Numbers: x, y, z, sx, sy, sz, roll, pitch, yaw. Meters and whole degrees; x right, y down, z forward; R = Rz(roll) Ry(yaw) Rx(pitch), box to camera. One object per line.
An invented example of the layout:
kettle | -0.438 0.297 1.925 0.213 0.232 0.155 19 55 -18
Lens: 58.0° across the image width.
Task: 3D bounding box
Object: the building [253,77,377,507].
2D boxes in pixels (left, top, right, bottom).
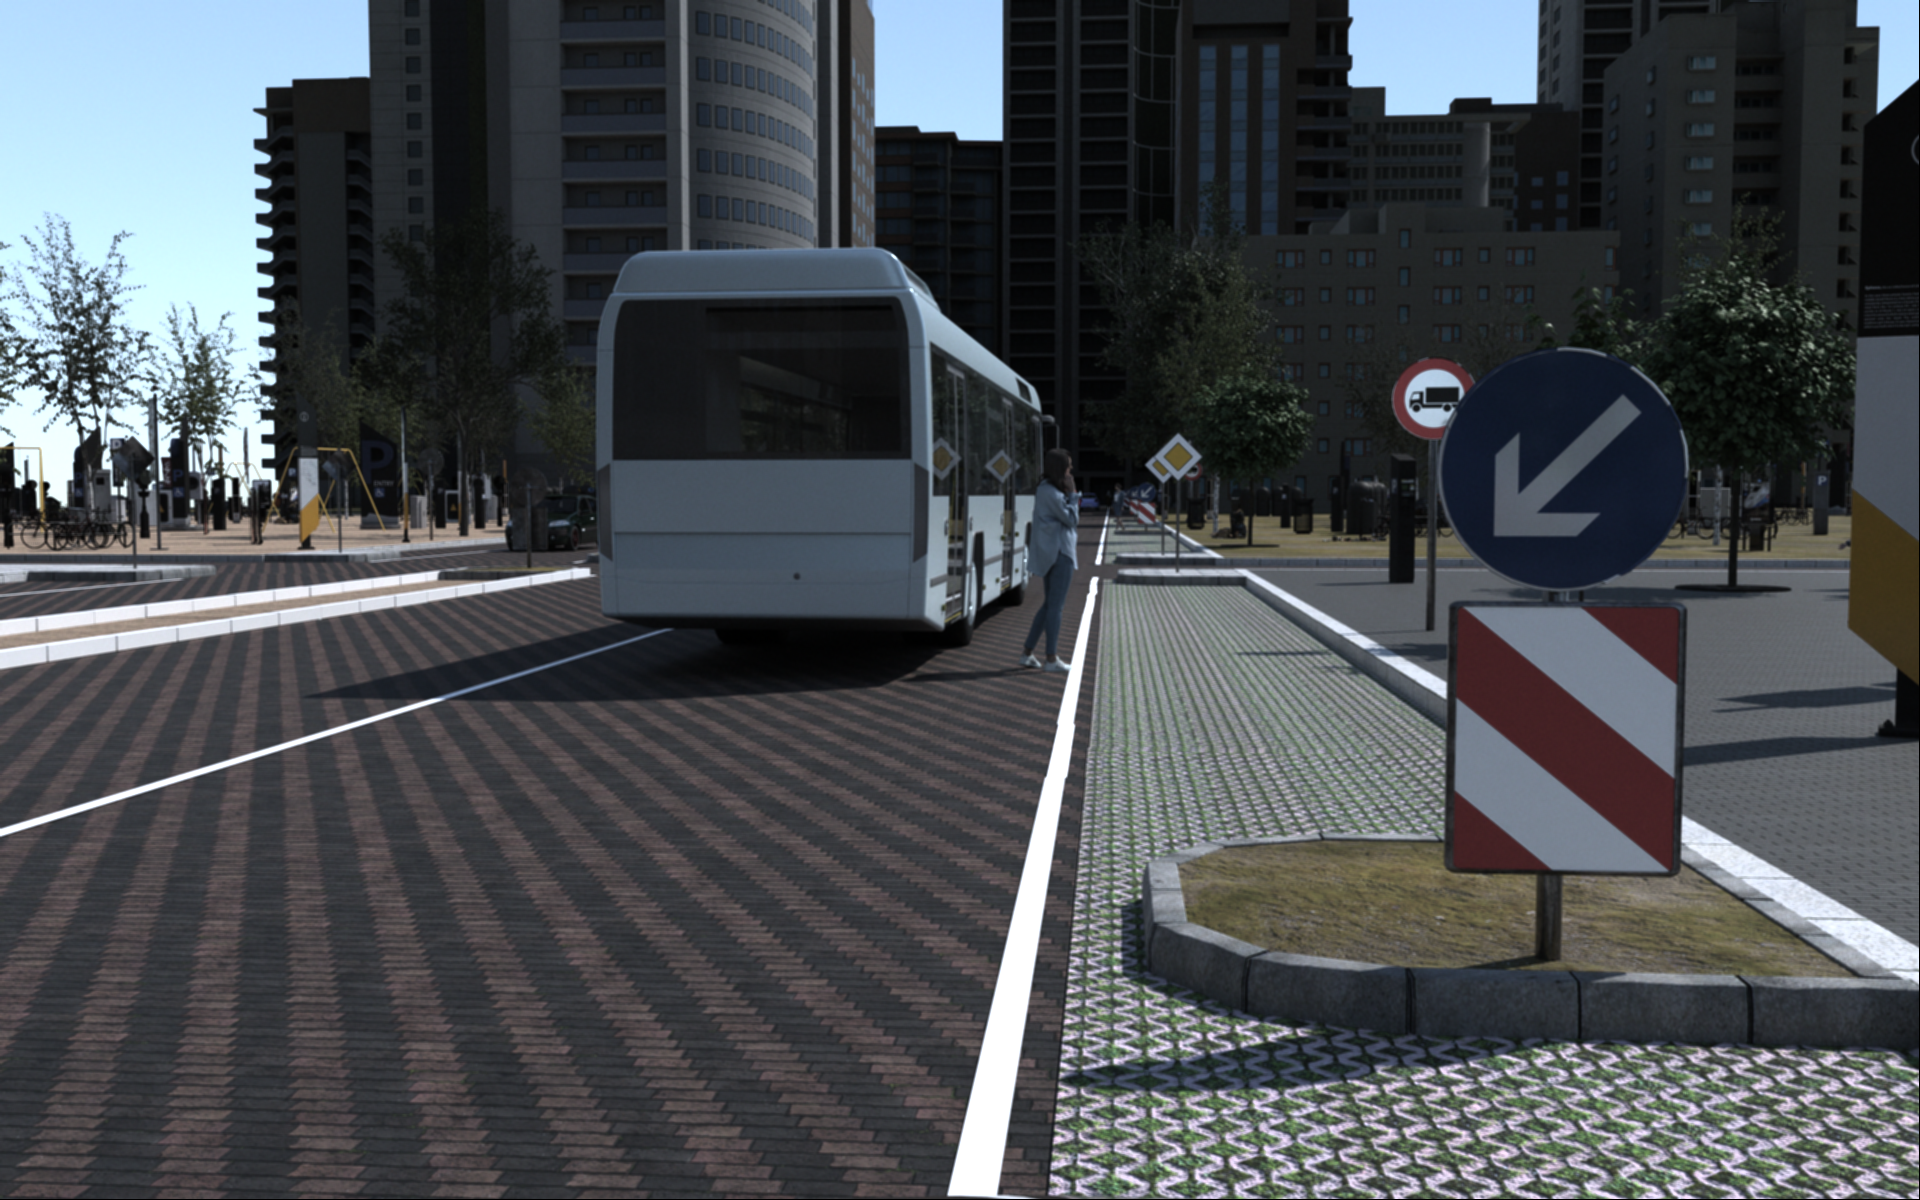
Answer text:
building | -64.446 -32.655 184.027 14.200 45.320 14.600 0 4 5

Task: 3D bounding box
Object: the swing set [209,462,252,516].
swing set | -35.953 -5.462 86.926 2.862 2.851 3.119 0 4 -4

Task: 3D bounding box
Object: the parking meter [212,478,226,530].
parking meter | -26.266 -3.405 61.375 0.399 1.863 0.255 0 4 5

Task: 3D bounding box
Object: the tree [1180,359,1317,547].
tree | 7.020 -3.579 42.233 4.285 4.588 4.351 0 3 0

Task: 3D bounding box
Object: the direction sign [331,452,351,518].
direction sign | -33.582 -6.212 93.569 0.876 3.537 0.379 1 4 21

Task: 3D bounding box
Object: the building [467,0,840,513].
building | -21.445 -35.783 127.048 21.231 58.520 28.212 0 4 5

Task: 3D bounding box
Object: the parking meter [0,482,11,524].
parking meter | -41.328 -4.236 74.969 0.399 1.863 0.255 0 4 -5

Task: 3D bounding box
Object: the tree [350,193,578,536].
tree | -14.939 -7.247 52.907 8.767 10.594 7.601 3 4 38

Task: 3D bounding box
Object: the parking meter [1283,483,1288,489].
parking meter | 17.226 -5.261 91.722 0.255 1.863 0.399 0 4 2

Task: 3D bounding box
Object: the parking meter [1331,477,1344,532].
parking meter | 12.759 -3.233 58.568 0.255 1.863 0.399 -3 5 -39

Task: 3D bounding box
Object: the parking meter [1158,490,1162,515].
parking meter | 12.074 -5.855 104.147 0.372 1.533 0.369 0 3 0

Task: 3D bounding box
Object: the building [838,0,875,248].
building | -15.060 -30.461 148.141 14.600 45.320 14.200 0 4 5

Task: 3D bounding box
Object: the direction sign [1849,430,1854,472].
direction sign | 31.693 -4.208 60.801 0.876 3.537 0.379 1 4 23

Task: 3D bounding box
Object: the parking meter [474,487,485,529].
parking meter | -17.737 -3.397 63.954 0.372 1.533 0.369 0 3 0

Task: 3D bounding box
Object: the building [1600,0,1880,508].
building | 76.042 -33.332 168.674 21.600 48.544 21.300 0 4 5

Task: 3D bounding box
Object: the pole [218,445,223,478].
pole | -30.966 -4.817 72.594 0.158 3.312 0.155 0 3 0

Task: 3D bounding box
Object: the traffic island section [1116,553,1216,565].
traffic island section | 4.270 -0.856 36.269 2.009 0.180 2.903 0 4 5

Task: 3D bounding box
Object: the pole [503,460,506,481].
pole | -27.168 -6.699 103.371 0.158 3.312 0.155 0 3 0

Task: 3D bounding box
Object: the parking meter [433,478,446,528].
parking meter | -19.430 -3.606 64.666 0.399 1.863 0.255 -2 4 -28

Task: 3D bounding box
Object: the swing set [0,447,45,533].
swing set | -32.127 -3.652 57.333 3.119 2.851 2.862 -2 4 -26

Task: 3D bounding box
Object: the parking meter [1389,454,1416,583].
parking meter | 6.393 -1.181 25.016 0.255 1.863 0.399 0 4 -8

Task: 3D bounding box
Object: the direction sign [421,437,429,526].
direction sign | -21.462 -4.726 69.266 0.379 3.537 0.876 -1 4 -23

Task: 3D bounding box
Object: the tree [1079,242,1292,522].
tree | 10.714 -9.903 78.930 9.611 12.733 9.660 0 3 0

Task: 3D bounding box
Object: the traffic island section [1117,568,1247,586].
traffic island section | 3.574 -0.369 28.314 2.009 0.180 2.903 0 4 5

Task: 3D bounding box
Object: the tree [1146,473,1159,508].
tree | 19.068 -10.970 173.963 1.663 3.219 1.824 0 3 0

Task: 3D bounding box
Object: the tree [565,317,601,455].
tree | -13.770 -7.372 70.896 4.360 8.622 3.978 0 3 0

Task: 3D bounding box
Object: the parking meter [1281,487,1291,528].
parking meter | 12.283 -3.479 65.295 0.372 1.533 0.369 0 3 0

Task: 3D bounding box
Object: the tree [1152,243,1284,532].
tree | 7.644 -6.194 51.641 4.737 8.622 4.395 0 3 0

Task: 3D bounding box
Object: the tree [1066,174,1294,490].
tree | 12.967 -15.134 103.328 12.611 20.169 13.585 0 3 0

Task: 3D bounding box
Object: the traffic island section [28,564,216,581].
traffic island section | -14.249 -0.464 29.872 2.009 0.180 2.903 0 4 5

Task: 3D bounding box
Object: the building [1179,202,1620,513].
building | 30.712 -17.392 129.399 27.650 21.520 28.899 0 4 5

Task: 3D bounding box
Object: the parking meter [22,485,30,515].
parking meter | -58.077 -6.235 107.654 0.255 1.863 0.399 0 4 3

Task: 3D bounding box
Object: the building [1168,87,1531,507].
building | 36.684 -29.249 170.101 32.217 40.220 23.993 0 4 5

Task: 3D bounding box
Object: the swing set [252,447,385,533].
swing set | -21.744 -3.751 58.956 2.862 2.851 3.119 1 4 16

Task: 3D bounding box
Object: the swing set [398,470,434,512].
swing set | -35.965 -7.093 113.598 2.862 2.851 3.119 0 4 -6

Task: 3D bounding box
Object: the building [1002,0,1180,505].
building | 15.845 -46.913 205.287 20.611 71.187 20.563 0 4 5

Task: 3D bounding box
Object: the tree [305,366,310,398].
tree | -30.546 -8.340 86.716 4.737 8.622 4.395 0 3 0

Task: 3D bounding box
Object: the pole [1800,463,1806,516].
pole | 45.416 -6.082 93.288 0.158 3.312 0.155 0 3 0

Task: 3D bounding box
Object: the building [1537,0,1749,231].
building | 79.199 -46.579 199.816 20.611 71.187 20.563 0 4 5

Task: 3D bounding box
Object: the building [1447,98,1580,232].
building | 61.577 -33.564 198.884 14.200 45.320 14.600 0 4 5

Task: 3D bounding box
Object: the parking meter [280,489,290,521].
parking meter | -32.535 -4.584 83.357 0.372 1.533 0.369 0 3 0

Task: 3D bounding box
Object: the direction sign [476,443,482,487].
direction sign | -21.359 -5.194 76.917 0.379 3.537 0.876 -2 4 -29

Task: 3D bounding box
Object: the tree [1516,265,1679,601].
tree | 5.354 -1.236 14.812 1.663 3.219 1.824 0 3 0

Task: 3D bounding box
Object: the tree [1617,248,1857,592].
tree | 10.436 -2.410 23.122 4.285 4.588 4.351 0 3 0

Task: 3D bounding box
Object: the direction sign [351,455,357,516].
direction sign | -36.559 -6.831 103.676 0.379 3.537 0.876 1 4 18

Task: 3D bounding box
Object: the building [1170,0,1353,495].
building | 25.914 -30.659 151.388 14.600 45.320 14.200 0 4 5

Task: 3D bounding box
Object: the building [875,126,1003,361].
building | -8.714 -33.921 209.237 28.867 44.769 22.147 0 4 5

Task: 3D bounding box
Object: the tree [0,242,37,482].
tree | -27.211 -5.923 47.199 4.737 8.622 4.395 0 3 0

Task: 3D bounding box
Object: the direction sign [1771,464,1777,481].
direction sign | 48.002 -6.762 102.562 0.876 3.537 0.379 -2 4 -24

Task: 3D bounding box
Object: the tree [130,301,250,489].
tree | -28.808 -7.044 65.539 4.737 8.622 4.395 0 3 0

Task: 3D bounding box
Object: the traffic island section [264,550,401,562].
traffic island section | -13.553 -0.951 37.827 2.009 0.180 2.903 0 4 5
